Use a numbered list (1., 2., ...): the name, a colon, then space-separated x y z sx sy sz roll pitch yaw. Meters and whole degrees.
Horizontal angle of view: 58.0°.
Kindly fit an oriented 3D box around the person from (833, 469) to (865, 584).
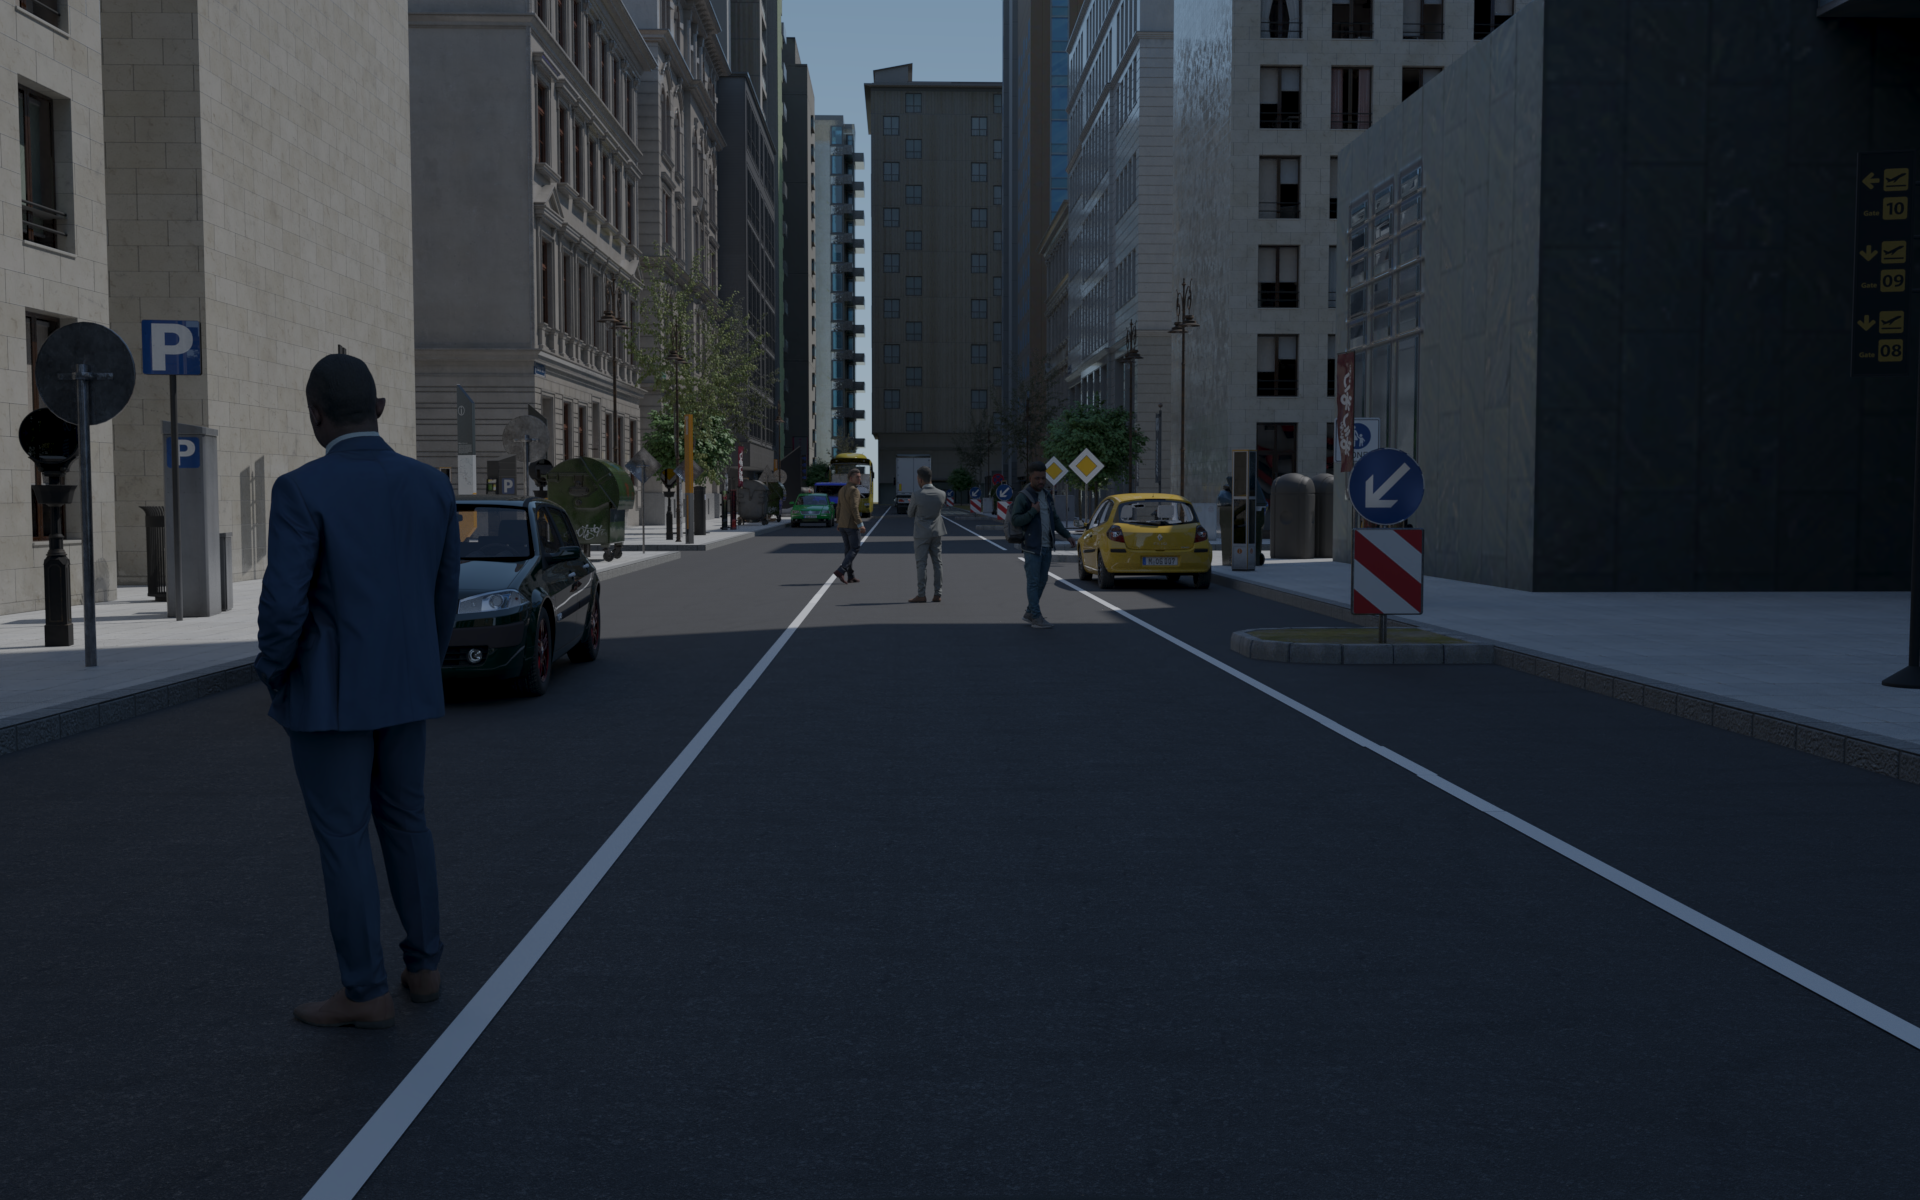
1. person: -1.754 -1.180 27.706 0.656 1.842 0.836 2 4 26

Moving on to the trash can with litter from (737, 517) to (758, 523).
1. trash can with litter: -9.487 -4.020 77.119 1.055 1.170 0.624 1 4 9

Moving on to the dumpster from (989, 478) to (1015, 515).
1. dumpster: 2.560 -6.300 105.503 1.502 2.255 1.985 0 4 -2

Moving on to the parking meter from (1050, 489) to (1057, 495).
1. parking meter: 4.580 -4.668 84.727 0.372 1.533 0.369 0 3 0

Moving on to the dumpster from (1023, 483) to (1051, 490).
1. dumpster: 3.534 -4.498 79.300 1.264 1.857 1.865 0 4 -2

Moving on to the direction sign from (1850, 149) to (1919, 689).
1. direction sign: 6.364 -1.190 11.453 0.876 3.537 0.379 1 4 16

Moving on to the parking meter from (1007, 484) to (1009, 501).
1. parking meter: 2.696 -5.899 102.167 0.255 1.863 0.399 -2 4 -28

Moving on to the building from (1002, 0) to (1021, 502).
1. building: 14.303 -37.621 157.107 21.231 58.520 28.212 0 4 -2

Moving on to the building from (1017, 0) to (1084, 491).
1. building: 11.883 -29.733 136.249 14.600 45.320 14.200 0 4 -2

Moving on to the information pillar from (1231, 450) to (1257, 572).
1. information pillar: 4.720 -1.485 28.778 0.304 2.012 0.304 3 4 36

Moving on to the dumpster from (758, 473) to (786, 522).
1. dumpster: -8.732 -4.678 78.972 1.502 2.255 1.985 0 4 -2

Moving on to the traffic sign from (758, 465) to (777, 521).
1. traffic sign: -8.512 -4.680 76.526 0.884 2.594 0.081 0 4 2

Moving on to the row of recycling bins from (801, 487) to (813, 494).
1. row of recycling bins: -9.503 -5.985 104.969 1.069 1.692 3.534 0 4 1

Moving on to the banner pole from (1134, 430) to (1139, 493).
1. banner pole: 6.900 -4.746 67.612 0.401 3.779 0.863 1 4 19

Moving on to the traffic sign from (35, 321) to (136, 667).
1. traffic sign: -6.471 -0.778 12.820 0.768 2.556 0.104 0 4 3

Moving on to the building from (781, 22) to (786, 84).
1. building: -26.513 -32.380 149.020 23.786 49.044 30.456 0 4 -2

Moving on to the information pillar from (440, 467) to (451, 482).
1. information pillar: -14.158 -2.643 47.709 0.304 2.012 0.304 -1 4 -15

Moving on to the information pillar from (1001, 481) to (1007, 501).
1. information pillar: 2.429 -5.560 95.401 0.304 2.012 0.304 0 4 3

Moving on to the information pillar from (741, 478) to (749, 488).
1. information pillar: -9.892 -4.593 79.581 0.304 2.012 0.304 -1 4 -20

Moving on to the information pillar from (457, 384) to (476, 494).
1. information pillar: -10.528 -2.789 36.949 0.504 3.616 0.183 2 4 34

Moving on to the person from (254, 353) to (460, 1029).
1. person: -1.605 0.243 4.702 0.419 1.800 0.721 2 4 27

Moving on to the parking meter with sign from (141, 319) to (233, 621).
1. parking meter with sign: -8.073 -1.345 18.245 0.543 3.016 1.738 -1 4 -12

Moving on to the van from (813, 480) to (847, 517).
1. van: -6.652 -5.237 90.015 2.240 2.365 5.245 0 4 -1

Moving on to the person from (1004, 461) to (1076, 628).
1. person: 0.823 -0.596 18.592 0.721 1.781 0.623 2 4 34

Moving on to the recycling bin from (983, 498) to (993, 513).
1. recycling bin: 1.891 -6.322 115.913 0.722 1.027 0.722 0 4 1

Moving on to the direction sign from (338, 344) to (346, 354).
1. direction sign: -9.481 -2.121 26.684 0.379 3.537 0.876 -1 4 -13

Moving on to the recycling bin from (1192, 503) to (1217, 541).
1. recycling bin: 6.647 -2.162 47.906 0.722 1.027 0.722 -1 4 -12

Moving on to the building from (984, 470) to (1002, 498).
1. building: 13.298 -45.470 181.689 20.563 71.187 20.611 0 4 -2

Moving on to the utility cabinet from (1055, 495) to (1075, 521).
1. utility cabinet: 4.926 -4.345 82.207 1.020 1.237 0.306 -1 4 -21

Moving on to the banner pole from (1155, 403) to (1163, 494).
1. banner pole: 5.436 -3.515 47.489 0.401 3.779 0.863 1 4 18

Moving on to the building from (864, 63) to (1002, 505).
1. building: 1.857 -38.652 221.197 27.495 52.752 28.713 0 4 -2

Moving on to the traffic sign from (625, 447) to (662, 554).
1. traffic sign: -6.806 -2.054 37.229 0.795 2.450 0.064 0 4 -2

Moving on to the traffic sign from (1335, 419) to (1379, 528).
1. traffic sign: 5.326 -1.295 23.303 0.606 2.300 0.079 0 4 3

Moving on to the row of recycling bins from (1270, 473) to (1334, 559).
1. row of recycling bins: 7.688 -1.719 35.216 3.534 1.692 1.069 -3 5 -39

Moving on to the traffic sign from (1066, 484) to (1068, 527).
1. traffic sign: 4.114 -4.071 66.665 0.768 2.556 0.104 0 4 0

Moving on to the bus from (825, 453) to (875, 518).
1. bus: -6.699 -7.104 107.694 2.896 3.916 12.252 0 4 -2

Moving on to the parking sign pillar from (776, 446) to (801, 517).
1. parking sign pillar: -9.563 -6.627 96.818 1.447 3.967 1.447 -2 4 -34

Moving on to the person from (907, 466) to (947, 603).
1. person: -0.464 -0.877 23.016 0.511 1.800 0.466 -3 5 -42

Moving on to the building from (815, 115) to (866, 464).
1. building: -27.143 -36.540 217.043 30.456 49.044 23.786 0 4 -2

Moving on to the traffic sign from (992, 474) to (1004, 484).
1. traffic sign: 2.366 -6.577 107.638 0.768 2.556 0.104 0 4 3

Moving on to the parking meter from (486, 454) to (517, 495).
1. parking meter: -6.692 -1.199 25.317 0.255 1.863 0.399 3 4 36

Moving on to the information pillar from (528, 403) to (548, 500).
1. information pillar: -10.916 -3.268 44.794 0.504 3.616 0.183 0 4 -7

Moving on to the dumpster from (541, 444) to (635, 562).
1. dumpster: -7.161 -1.888 33.369 1.502 2.255 1.985 0 4 -2

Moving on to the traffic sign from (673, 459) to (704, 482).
1. traffic sign: -7.078 -2.542 45.209 0.795 2.450 0.064 0 4 -2

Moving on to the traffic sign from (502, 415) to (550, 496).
1. traffic sign: -7.000 -1.704 27.964 0.768 2.556 0.104 0 4 -1

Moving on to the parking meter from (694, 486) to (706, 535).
1. parking meter: -8.084 -2.777 53.812 0.372 1.533 0.369 0 3 0

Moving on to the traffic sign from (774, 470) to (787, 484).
1. traffic sign: -9.337 -5.475 89.624 0.768 2.556 0.104 0 4 7

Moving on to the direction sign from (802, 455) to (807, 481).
1. direction sign: -9.222 -6.619 100.214 0.876 3.537 0.379 2 4 34

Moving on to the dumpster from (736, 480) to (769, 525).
1. dumpster: -8.540 -4.009 71.313 1.264 1.857 1.865 0 4 -2

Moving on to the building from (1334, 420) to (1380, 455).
1. building: 47.722 -34.264 183.924 21.600 48.544 21.300 0 4 -2

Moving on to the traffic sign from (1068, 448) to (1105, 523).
1. traffic sign: 2.734 -2.073 37.532 0.795 2.450 0.064 0 4 -2

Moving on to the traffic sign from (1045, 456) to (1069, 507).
1. traffic sign: 2.462 -2.561 45.513 0.795 2.450 0.064 0 4 -2

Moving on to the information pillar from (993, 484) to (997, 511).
1. information pillar: 2.493 -7.100 120.573 0.304 2.012 0.304 2 4 29
